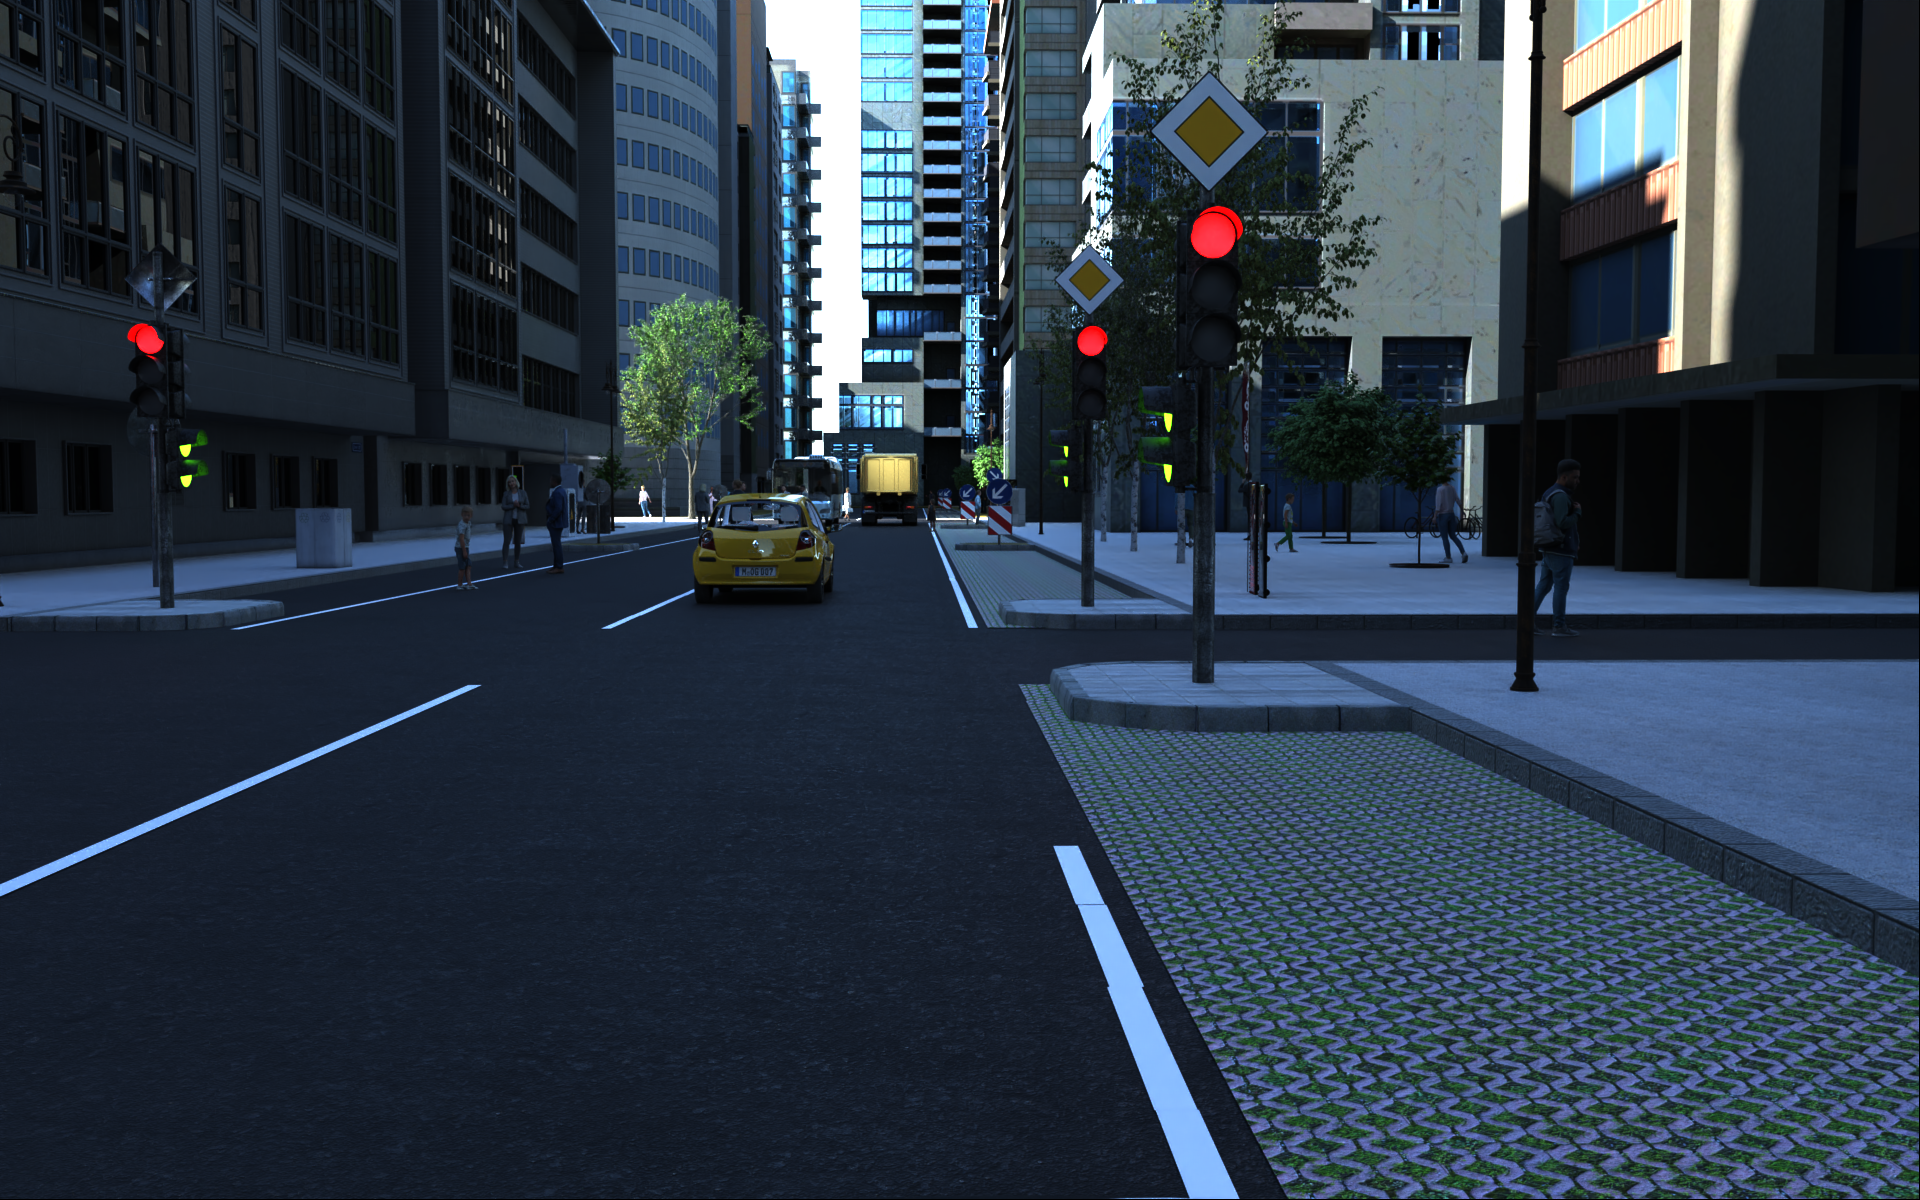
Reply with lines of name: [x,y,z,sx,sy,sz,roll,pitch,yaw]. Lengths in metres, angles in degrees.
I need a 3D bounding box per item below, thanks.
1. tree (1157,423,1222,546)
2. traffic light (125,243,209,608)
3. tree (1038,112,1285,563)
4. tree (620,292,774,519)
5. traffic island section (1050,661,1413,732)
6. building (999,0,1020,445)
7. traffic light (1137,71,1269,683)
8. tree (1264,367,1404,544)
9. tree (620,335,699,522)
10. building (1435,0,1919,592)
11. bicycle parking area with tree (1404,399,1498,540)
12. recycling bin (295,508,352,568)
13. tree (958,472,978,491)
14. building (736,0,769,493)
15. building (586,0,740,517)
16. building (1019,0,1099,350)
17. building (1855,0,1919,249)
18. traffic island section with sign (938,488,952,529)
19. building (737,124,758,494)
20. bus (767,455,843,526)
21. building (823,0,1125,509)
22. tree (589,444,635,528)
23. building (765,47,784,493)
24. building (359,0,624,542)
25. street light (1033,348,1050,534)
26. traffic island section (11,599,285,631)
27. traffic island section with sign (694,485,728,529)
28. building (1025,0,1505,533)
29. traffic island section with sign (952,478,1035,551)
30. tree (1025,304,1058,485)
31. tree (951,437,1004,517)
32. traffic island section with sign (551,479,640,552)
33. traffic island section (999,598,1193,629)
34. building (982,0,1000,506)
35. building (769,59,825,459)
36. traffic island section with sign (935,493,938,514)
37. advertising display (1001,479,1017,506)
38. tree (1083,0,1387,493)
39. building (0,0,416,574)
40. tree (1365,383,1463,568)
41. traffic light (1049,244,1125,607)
tree: [5.982,-2.980,43.325,1.663,3.219,1.824,0,3,0]
traffic light: [-8.917,-1.864,19.403,0.839,4.253,0.868,0,4,-1]
tree: [3.899,-4.992,31.986,4.360,8.622,3.978,0,3,0]
tree: [-13.567,-9.933,88.152,9.928,11.665,9.643,0,3,0]
traffic island section: [1.679,0.641,11.807,2.009,0.180,2.903,0,4,-1]
building: [14.076,-30.853,128.149,21.300,48.544,21.600,0,4,-1]
traffic light: [1.639,-1.393,11.692,0.839,4.253,0.868,0,4,-1]
tree: [10.178,-3.748,44.988,4.285,4.588,4.351,0,3,0]
tree: [-13.835,-7.932,80.049,4.737,8.622,4.395,0,3,0]
building: [24.221,-23.030,31.172,28.867,44.769,22.147,0,4,-1]
bicycle parking area with tree: [17.999,-3.831,49.636,9.016,4.147,8.231,-2,4,-27]
recycling bin: [-11.100,-1.081,30.233,0.722,1.027,0.722,0,4,5]
tree: [0.872,-9.590,151.393,1.663,3.219,1.824,0,3,0]
building: [-23.449,-30.173,143.435,14.600,45.320,14.200,0,4,-1]
building: [-25.792,-34.575,107.294,21.231,58.520,28.212,0,4,-1]
building: [10.696,-26.109,110.473,14.154,41.232,14.086,0,4,-1]
building: [12.259,-21.516,1.897,14.600,45.320,14.200,0,4,-1]
traffic island section with sign: [0.189,-3.857,71.686,1.989,1.847,2.006,0,4,-1]
building: [-22.893,-21.874,129.348,14.160,30.474,14.107,0,4,-1]
bus: [-7.018,-5.251,80.716,2.948,3.499,13.247,0,4,-1]
building: [0.945,-53.656,189.949,31.000,86.520,22.319,0,4,-1]
tree: [-13.177,-4.369,66.026,1.663,3.219,1.824,0,3,0]
building: [-23.728,-29.212,161.204,14.086,41.232,14.154,0,4,-1]
building: [-21.331,-14.744,60.128,14.314,24.678,30.058,0,4,-1]
street light: [2.582,-5.025,54.951,0.468,5.910,1.993,0,4,-1]
traffic island section: [-8.957,0.168,19.536,2.009,0.180,2.903,0,4,-1]
traffic island section with sign: [-9.930,-3.866,71.831,1.989,1.847,2.006,0,4,-1]
building: [13.773,-46.357,70.607,22.319,86.520,31.000,0,4,-1]
traffic island section with sign: [0.873,-2.187,44.381,1.989,1.847,2.006,0,4,-1]
tree: [3.861,-5.906,46.920,4.737,8.622,4.395,0,3,0]
tree: [2.205,-7.063,99.189,4.285,4.588,4.351,0,3,0]
traffic island section with sign: [-9.246,-2.172,44.140,1.989,1.847,2.006,0,4,-1]
traffic island section: [1.481,0.152,19.789,2.009,0.180,2.903,0,4,-1]
building: [13.243,-30.508,153.438,22.147,44.769,28.867,0,4,-1]
building: [-30.184,-34.918,190.518,30.456,49.044,23.786,0,4,-1]
traffic island section with sign: [-1.030,-6.904,121.513,1.989,1.847,2.006,0,4,-1]
advertising display: [2.077,-4.325,75.925,0.974,1.923,0.123,-2,4,-33]
tree: [3.955,-4.599,25.564,4.737,8.622,4.395,0,3,0]
building: [-20.899,-14.644,32.944,14.314,27.812,24.014,0,4,-1]
tree: [7.924,-2.184,30.311,1.663,3.219,1.824,0,3,0]
traffic light: [1.441,-1.881,19.674,0.839,4.253,0.868,0,4,-1]
